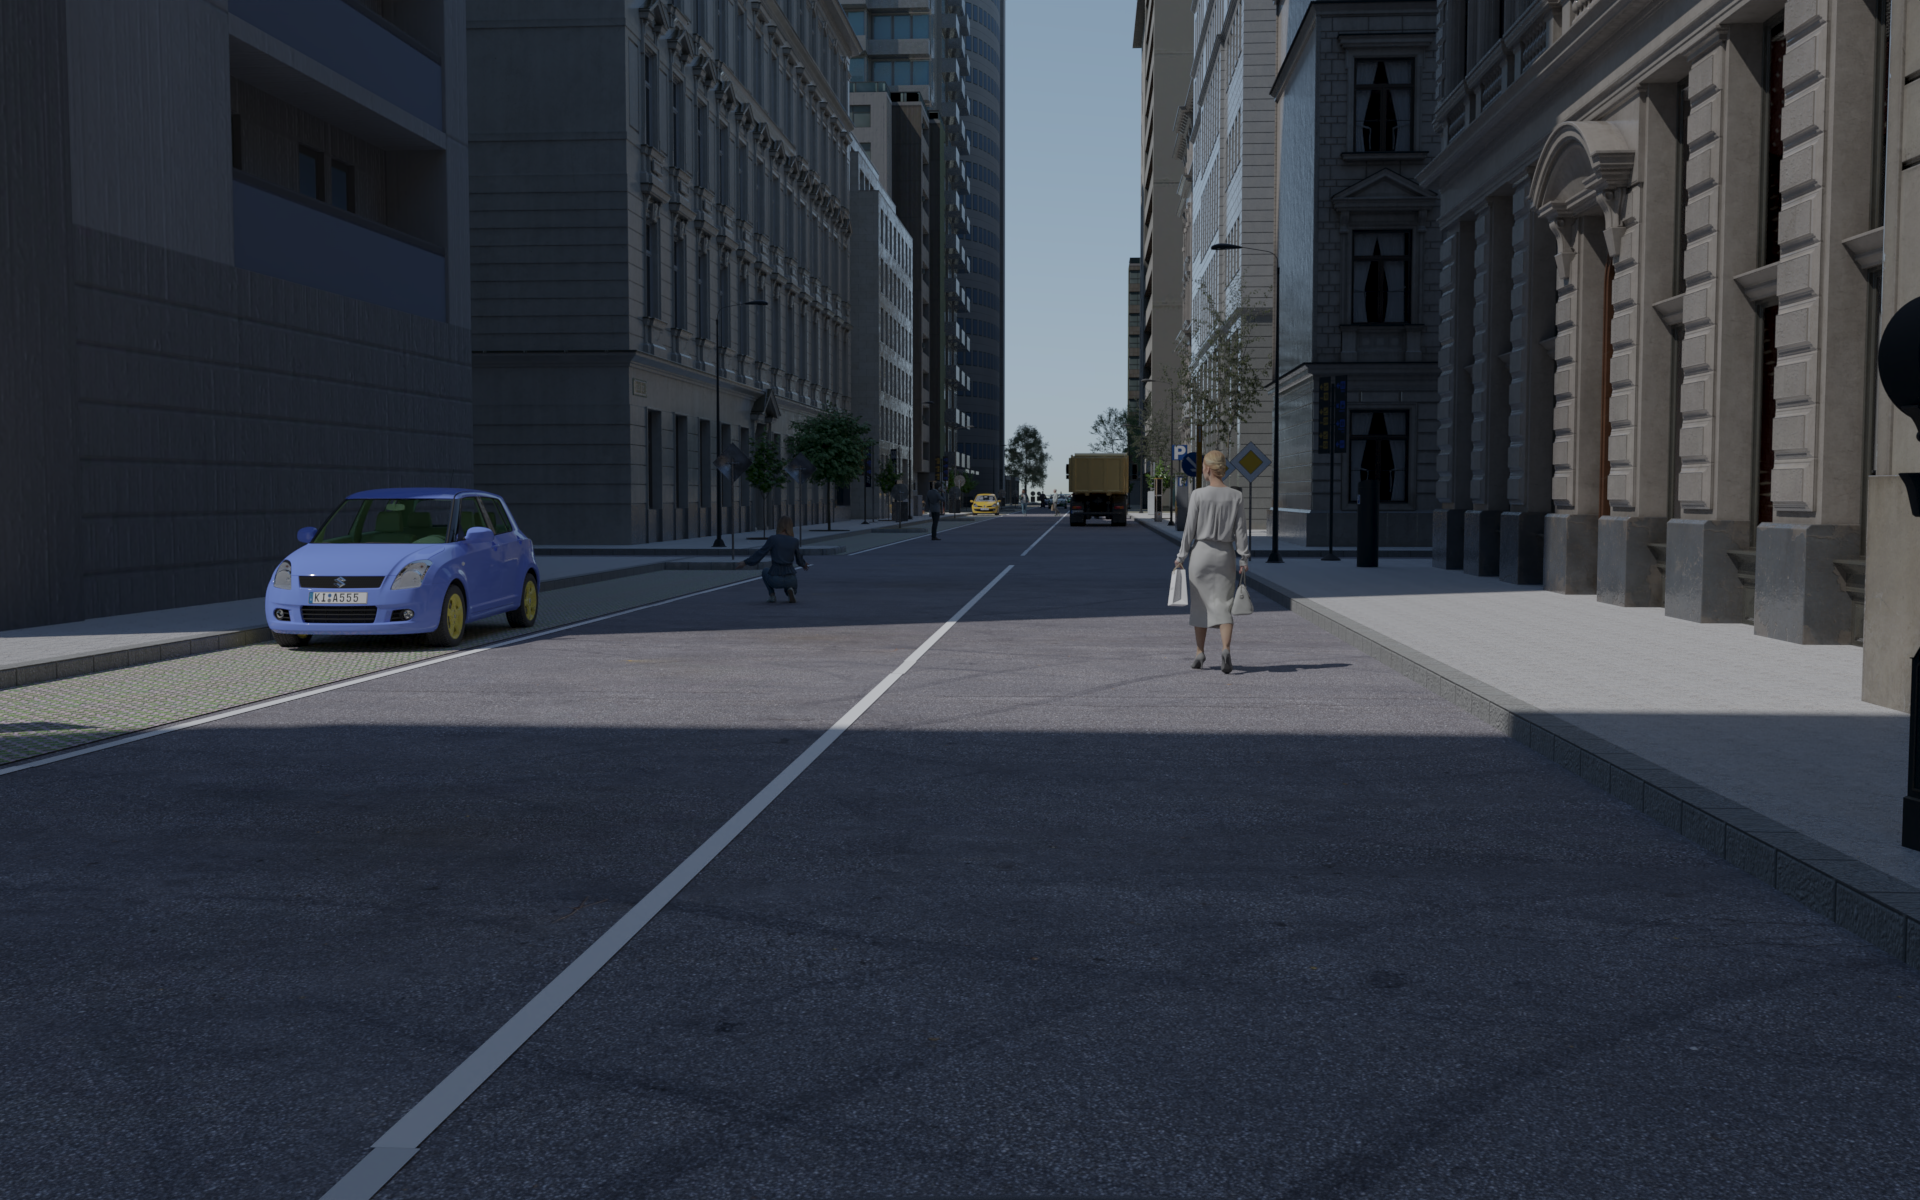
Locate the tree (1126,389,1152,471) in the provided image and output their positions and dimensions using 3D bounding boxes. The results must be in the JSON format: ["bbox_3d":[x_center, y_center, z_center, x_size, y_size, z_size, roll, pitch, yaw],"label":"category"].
[{"bbox_3d":[13.613,-10.379,120.055,4.360,8.622,3.978,0,3,0],"label":"tree"}]

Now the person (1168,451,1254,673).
[{"bbox_3d":[2.014,-0.311,13.933,0.694,1.780,0.624,1,4,11],"label":"person"}]

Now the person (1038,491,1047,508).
[{"bbox_3d":[8.409,-10.203,175.867,0.990,1.755,0.434,1,4,23],"label":"person"}]

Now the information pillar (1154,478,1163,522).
[{"bbox_3d":[9.227,-4.653,80.576,0.304,2.012,0.304,-1,4,-12],"label":"information pillar"}]

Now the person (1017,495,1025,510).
[{"bbox_3d":[5.680,-9.023,156.731,1.217,1.736,0.721,0,4,-1],"label":"person"}]

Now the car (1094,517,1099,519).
[{"bbox_3d":[8.693,-5.547,100.917,2.015,1.641,3.980,0,4,2],"label":"car"}]

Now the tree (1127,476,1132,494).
[{"bbox_3d":[15.323,-10.026,158.529,1.663,3.219,1.824,0,3,0],"label":"tree"}]

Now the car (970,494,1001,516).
[{"bbox_3d":[1.722,-6.409,115.008,2.015,1.641,3.980,0,4,3],"label":"car"}]

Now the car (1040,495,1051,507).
[{"bbox_3d":[9.814,-10.897,190.738,1.945,1.354,3.894,0,4,3],"label":"car"}]

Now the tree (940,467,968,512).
[{"bbox_3d":[-0.543,-7.831,122.632,1.663,3.219,1.824,0,3,0],"label":"tree"}]

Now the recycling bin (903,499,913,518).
[{"bbox_3d":[-2.981,-4.940,93.331,0.722,1.027,0.722,-2,4,-28],"label":"recycling bin"}]

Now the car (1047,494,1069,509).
[{"bbox_3d":[9.557,-9.639,169.389,2.131,1.459,4.920,0,4,4],"label":"car"}]

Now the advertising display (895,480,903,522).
[{"bbox_3d":[-2.776,-4.495,78.702,0.123,1.923,0.974,1,4,15],"label":"advertising display"}]

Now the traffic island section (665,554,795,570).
[{"bbox_3d":[-4.455,-0.707,33.844,2.009,0.180,2.903,0,4,4],"label":"traffic island section"}]

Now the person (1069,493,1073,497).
[{"bbox_3d":[13.377,-11.964,204.066,1.348,1.831,0.705,1,4,22],"label":"person"}]

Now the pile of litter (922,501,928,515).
[{"bbox_3d":[-2.680,-6.017,112.346,1.176,0.858,1.719,0,4,3],"label":"pile of litter"}]

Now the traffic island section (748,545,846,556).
[{"bbox_3d":[-3.869,-1.194,41.808,2.009,0.180,2.903,0,4,4],"label":"traffic island section"}]

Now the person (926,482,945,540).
[{"bbox_3d":[-0.754,-2.754,53.711,0.473,1.802,0.592,-2,4,-29],"label":"person"}]

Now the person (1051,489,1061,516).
[{"bbox_3d":[6.231,-6.332,112.515,0.515,1.767,0.782,-1,4,-8],"label":"person"}]

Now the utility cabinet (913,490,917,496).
[{"bbox_3d":[-3.188,-5.917,105.422,1.173,1.500,0.318,-1,4,-10],"label":"utility cabinet"}]

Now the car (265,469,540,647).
[{"bbox_3d":[-5.472,-0.469,17.260,1.945,1.707,3.694,0,4,3],"label":"car"}]

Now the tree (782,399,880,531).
[{"bbox_3d":[-4.460,-4.665,59.994,4.285,4.588,4.351,0,3,0],"label":"tree"}]

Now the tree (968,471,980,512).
[{"bbox_3d":[0.368,-8.150,127.853,1.663,3.219,1.824,0,3,0],"label":"tree"}]

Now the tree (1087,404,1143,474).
[{"bbox_3d":[18.558,-16.789,200.258,9.928,11.665,9.643,0,3,0],"label":"tree"}]

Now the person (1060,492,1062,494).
[{"bbox_3d":[14.400,-14.592,247.167,1.348,1.812,0.705,-2,4,-31],"label":"person"}]

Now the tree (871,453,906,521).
[{"bbox_3d":[-3.310,-5.350,82.075,1.663,3.219,1.824,0,3,0],"label":"tree"}]

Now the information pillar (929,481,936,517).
[{"bbox_3d":[-1.544,-5.715,97.929,0.304,2.012,0.304,3,4,37],"label":"information pillar"}]

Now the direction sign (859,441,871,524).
[{"bbox_3d":[-4.034,-4.990,73.576,0.379,3.537,0.876,2,4,33],"label":"direction sign"}]

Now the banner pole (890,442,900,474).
[{"bbox_3d":[-3.114,-5.758,84.156,0.401,3.779,0.863,-3,5,-44],"label":"banner pole"}]

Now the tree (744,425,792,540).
[{"bbox_3d":[-5.397,-3.319,48.869,1.663,3.219,1.824,0,3,0],"label":"tree"}]

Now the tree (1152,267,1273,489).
[{"bbox_3d":[8.534,-6.503,56.684,4.360,8.622,3.978,0,3,0],"label":"tree"}]

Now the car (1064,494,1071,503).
[{"bbox_3d":[14.193,-13.667,232.252,1.959,1.807,4.718,0,4,5],"label":"car"}]

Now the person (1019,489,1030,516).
[{"bbox_3d":[4.202,-6.413,113.702,0.623,1.781,0.721,-1,4,-22],"label":"person"}]

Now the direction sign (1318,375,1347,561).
[{"bbox_3d":[7.155,-2.527,33.318,0.379,3.537,0.876,-2,4,-23],"label":"direction sign"}]

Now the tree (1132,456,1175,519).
[{"bbox_3d":[10.219,-5.765,88.857,1.663,3.219,1.824,0,3,0],"label":"tree"}]

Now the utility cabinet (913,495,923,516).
[{"bbox_3d":[-2.474,-5.517,101.364,0.306,1.237,1.020,-1,4,-16],"label":"utility cabinet"}]

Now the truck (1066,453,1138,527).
[{"bbox_3d":[6.483,-5.155,80.209,3.469,3.379,9.791,0,4,6],"label":"truck"}]

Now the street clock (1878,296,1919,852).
[{"bbox_3d":[3.531,-0.098,6.165,0.471,2.002,0.358,0,4,-7],"label":"street clock"}]

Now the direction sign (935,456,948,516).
[{"bbox_3d":[-1.112,-6.830,103.665,0.876,3.537,0.379,-2,4,-27],"label":"direction sign"}]

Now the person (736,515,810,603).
[{"bbox_3d":[-2.465,-0.549,22.968,1.012,1.151,0.738,-1,4,-11],"label":"person"}]

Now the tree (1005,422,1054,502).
[{"bbox_3d":[10.459,-21.924,275.464,9.611,12.733,9.660,0,3,0],"label":"tree"}]

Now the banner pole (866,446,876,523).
[{"bbox_3d":[-4.060,-5.402,78.331,0.401,3.779,0.863,-3,4,-38],"label":"banner pole"}]
